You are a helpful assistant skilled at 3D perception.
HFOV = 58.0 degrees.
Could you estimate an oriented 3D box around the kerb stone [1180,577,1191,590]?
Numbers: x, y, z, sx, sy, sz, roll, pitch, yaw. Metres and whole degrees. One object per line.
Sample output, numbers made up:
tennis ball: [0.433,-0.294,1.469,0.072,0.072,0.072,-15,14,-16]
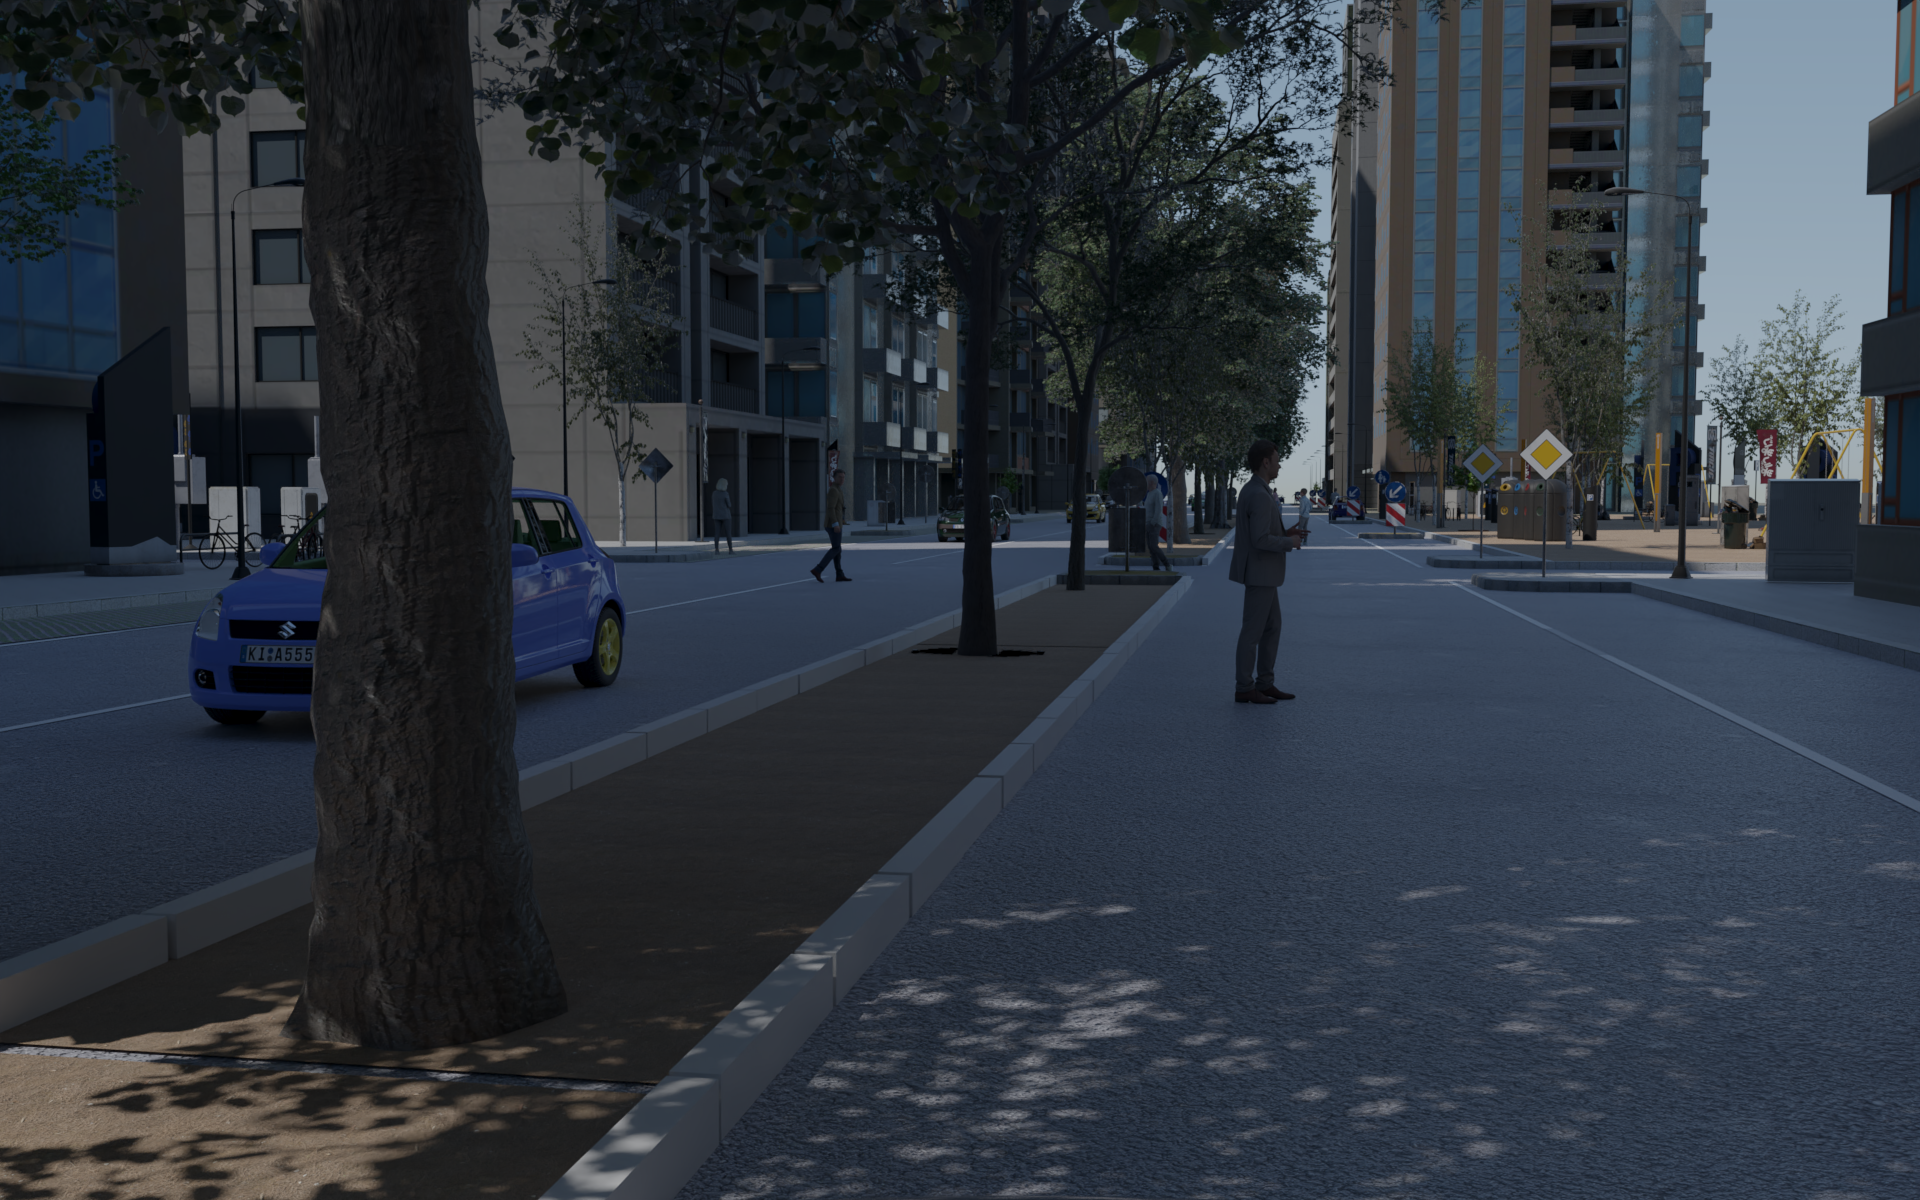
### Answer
kerb stone: [3.291,-0.208,25.592,0.120,0.150,1.000,1,4,10]

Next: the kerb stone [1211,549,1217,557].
kerb stone: [5.539,-0.981,38.229,0.120,0.150,1.000,1,4,10]

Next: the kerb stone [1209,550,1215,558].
kerb stone: [5.359,-0.919,37.214,0.120,0.150,1.000,1,4,10]

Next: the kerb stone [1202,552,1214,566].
kerb stone: [5.180,-0.857,36.204,0.120,0.150,1.000,1,4,10]

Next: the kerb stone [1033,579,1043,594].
kerb stone: [1.042,-0.167,24.976,0.120,0.150,1.000,1,4,10]

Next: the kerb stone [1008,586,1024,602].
kerb stone: [0.684,-0.047,22.962,0.120,0.150,1.000,1,4,10]

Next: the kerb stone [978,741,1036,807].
kerb stone: [0.228,0.844,8.398,0.120,0.150,1.000,1,4,10]

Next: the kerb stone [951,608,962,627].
kerb stone: [-0.034,0.201,18.909,0.120,0.150,1.000,1,4,10]

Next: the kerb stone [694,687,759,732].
kerb stone: [-1.475,0.695,10.839,0.120,0.150,1.000,1,4,10]

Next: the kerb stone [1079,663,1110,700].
kerb stone: [0.953,0.596,12.454,0.120,0.150,1.000,1,4,10]

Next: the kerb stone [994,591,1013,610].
kerb stone: [0.508,0.015,21.952,0.120,0.150,1.000,1,4,10]

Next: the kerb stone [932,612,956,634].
kerb stone: [-0.219,0.263,17.900,0.120,0.150,1.000,1,4,10]

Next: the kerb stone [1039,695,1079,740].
kerb stone: [0.586,0.720,10.431,0.120,0.150,1.000,1,4,10]

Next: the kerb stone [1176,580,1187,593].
kerb stone: [3.105,-0.143,24.584,0.120,0.150,1.000,1,4,10]

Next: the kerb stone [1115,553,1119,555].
kerb stone: [3.284,-0.942,37.604,0.120,0.150,1.000,1,4,10]

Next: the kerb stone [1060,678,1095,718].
kerb stone: [0.766,0.658,11.438,0.120,0.150,1.000,1,4,10]

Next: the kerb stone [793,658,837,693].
kerb stone: [-1.113,0.574,12.856,0.120,0.150,1.000,1,4,10]

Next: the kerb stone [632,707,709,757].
kerb stone: [-1.655,0.756,9.832,0.120,0.150,1.000,1,4,10]

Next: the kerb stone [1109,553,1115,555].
kerb stone: [3.116,-0.878,36.596,0.120,0.150,1.000,1,4,10]

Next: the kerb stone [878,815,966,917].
kerb stone: [-0.133,0.968,6.370,0.120,0.150,1.000,1,4,10]

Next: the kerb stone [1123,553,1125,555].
kerb stone: [3.651,-1.062,39.615,0.120,0.150,1.000,1,4,10]

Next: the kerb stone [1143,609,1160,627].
kerb stone: [2.025,0.227,18.520,0.120,0.150,1.000,1,4,10]

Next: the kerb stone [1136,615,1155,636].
kerb stone: [1.848,0.287,17.510,0.120,0.150,1.000,1,4,10]

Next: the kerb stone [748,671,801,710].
kerb stone: [-1.300,0.633,11.848,0.120,0.150,1.000,1,4,10]

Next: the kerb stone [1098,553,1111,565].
kerb stone: [2.939,-0.819,35.589,0.120,0.150,1.000,1,4,10]

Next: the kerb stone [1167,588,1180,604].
kerb stone: [2.739,-0.022,22.550,0.120,0.150,1.000,1,4,10]

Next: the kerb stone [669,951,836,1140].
kerb stone: [-0.500,1.093,4.334,0.120,0.150,1.000,1,4,10]

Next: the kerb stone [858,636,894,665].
kerb stone: [-0.750,0.452,14.875,0.120,0.150,1.000,1,4,10]

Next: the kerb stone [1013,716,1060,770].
kerb stone: [0.410,0.782,9.413,0.120,0.150,1.000,1,4,10]

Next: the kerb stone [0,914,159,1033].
kerb stone: [-2.557,1.065,4.787,0.120,0.150,1.000,1,4,10]

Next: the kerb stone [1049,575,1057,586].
kerb stone: [1.406,-0.293,26.987,0.120,0.150,1.000,1,4,10]

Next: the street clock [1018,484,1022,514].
street clock: [3.921,-6.593,112.358,0.358,2.002,0.471,0,4,-5]

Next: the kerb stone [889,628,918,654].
kerb stone: [-0.568,0.392,15.885,0.120,0.150,1.000,1,4,10]

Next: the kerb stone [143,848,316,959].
kerb stone: [-2.366,1.004,5.798,0.120,0.150,1.000,1,4,10]

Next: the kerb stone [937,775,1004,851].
kerb stone: [0.042,0.912,7.377,0.120,0.150,1.000,1,4,10]

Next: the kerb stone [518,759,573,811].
kerb stone: [-2.013,0.879,7.816,0.120,0.150,1.000,1,4,10]

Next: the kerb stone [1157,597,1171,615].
kerb stone: [2.388,0.102,20.532,0.120,0.150,1.000,1,4,10]

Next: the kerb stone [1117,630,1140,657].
kerb stone: [1.486,0.410,15.492,0.120,0.150,1.000,1,4,10]

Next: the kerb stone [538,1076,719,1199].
kerb stone: [-0.677,1.156,3.327,0.120,0.150,1.000,1,4,10]

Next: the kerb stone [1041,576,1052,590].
kerb stone: [1.215,-0.228,25.983,0.120,0.150,1.000,1,4,10]

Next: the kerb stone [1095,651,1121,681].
kerb stone: [1.130,0.538,13.462,0.120,0.150,1.000,1,4,10]

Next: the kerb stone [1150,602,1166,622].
kerb stone: [2.207,0.163,19.526,0.120,0.150,1.000,1,4,10]

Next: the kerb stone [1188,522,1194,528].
kerb stone: [10.308,-3.347,76.966,0.120,0.150,1.000,1,4,10]

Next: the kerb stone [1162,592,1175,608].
kerb stone: [2.560,0.042,21.541,0.120,0.150,1.000,1,4,10]

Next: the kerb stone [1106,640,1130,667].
kerb stone: [1.302,0.473,14.474,0.120,0.150,1.000,1,4,10]

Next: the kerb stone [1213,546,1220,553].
kerb stone: [5.903,-1.103,40.257,0.120,0.150,1.000,1,4,10]

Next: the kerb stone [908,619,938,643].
kerb stone: [-0.391,0.324,16.892,0.120,0.150,1.000,1,4,10]

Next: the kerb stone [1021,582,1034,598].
kerb stone: [0.864,-0.108,23.969,0.120,0.150,1.000,1,4,10]

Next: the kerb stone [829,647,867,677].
kerb stone: [-0.939,0.517,13.867,0.120,0.150,1.000,1,4,10]

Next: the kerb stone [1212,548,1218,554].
kerb stone: [5.725,-1.042,39.248,0.120,0.150,1.000,1,4,10]

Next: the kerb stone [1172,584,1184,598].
kerb stone: [2.926,-0.084,23.562,0.120,0.150,1.000,1,4,10]

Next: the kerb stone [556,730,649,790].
kerb stone: [-1.833,0.821,8.823,0.120,0.150,1.000,1,4,10]

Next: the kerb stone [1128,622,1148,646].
kerb stone: [1.669,0.348,16.504,0.120,0.150,1.000,1,4,10]

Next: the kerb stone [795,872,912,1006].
kerb stone: [-0.318,1.031,5.345,0.120,0.150,1.000,1,4,10]

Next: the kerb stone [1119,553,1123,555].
kerb stone: [3.478,-1.004,38.607,0.120,0.150,1.000,1,4,10]
